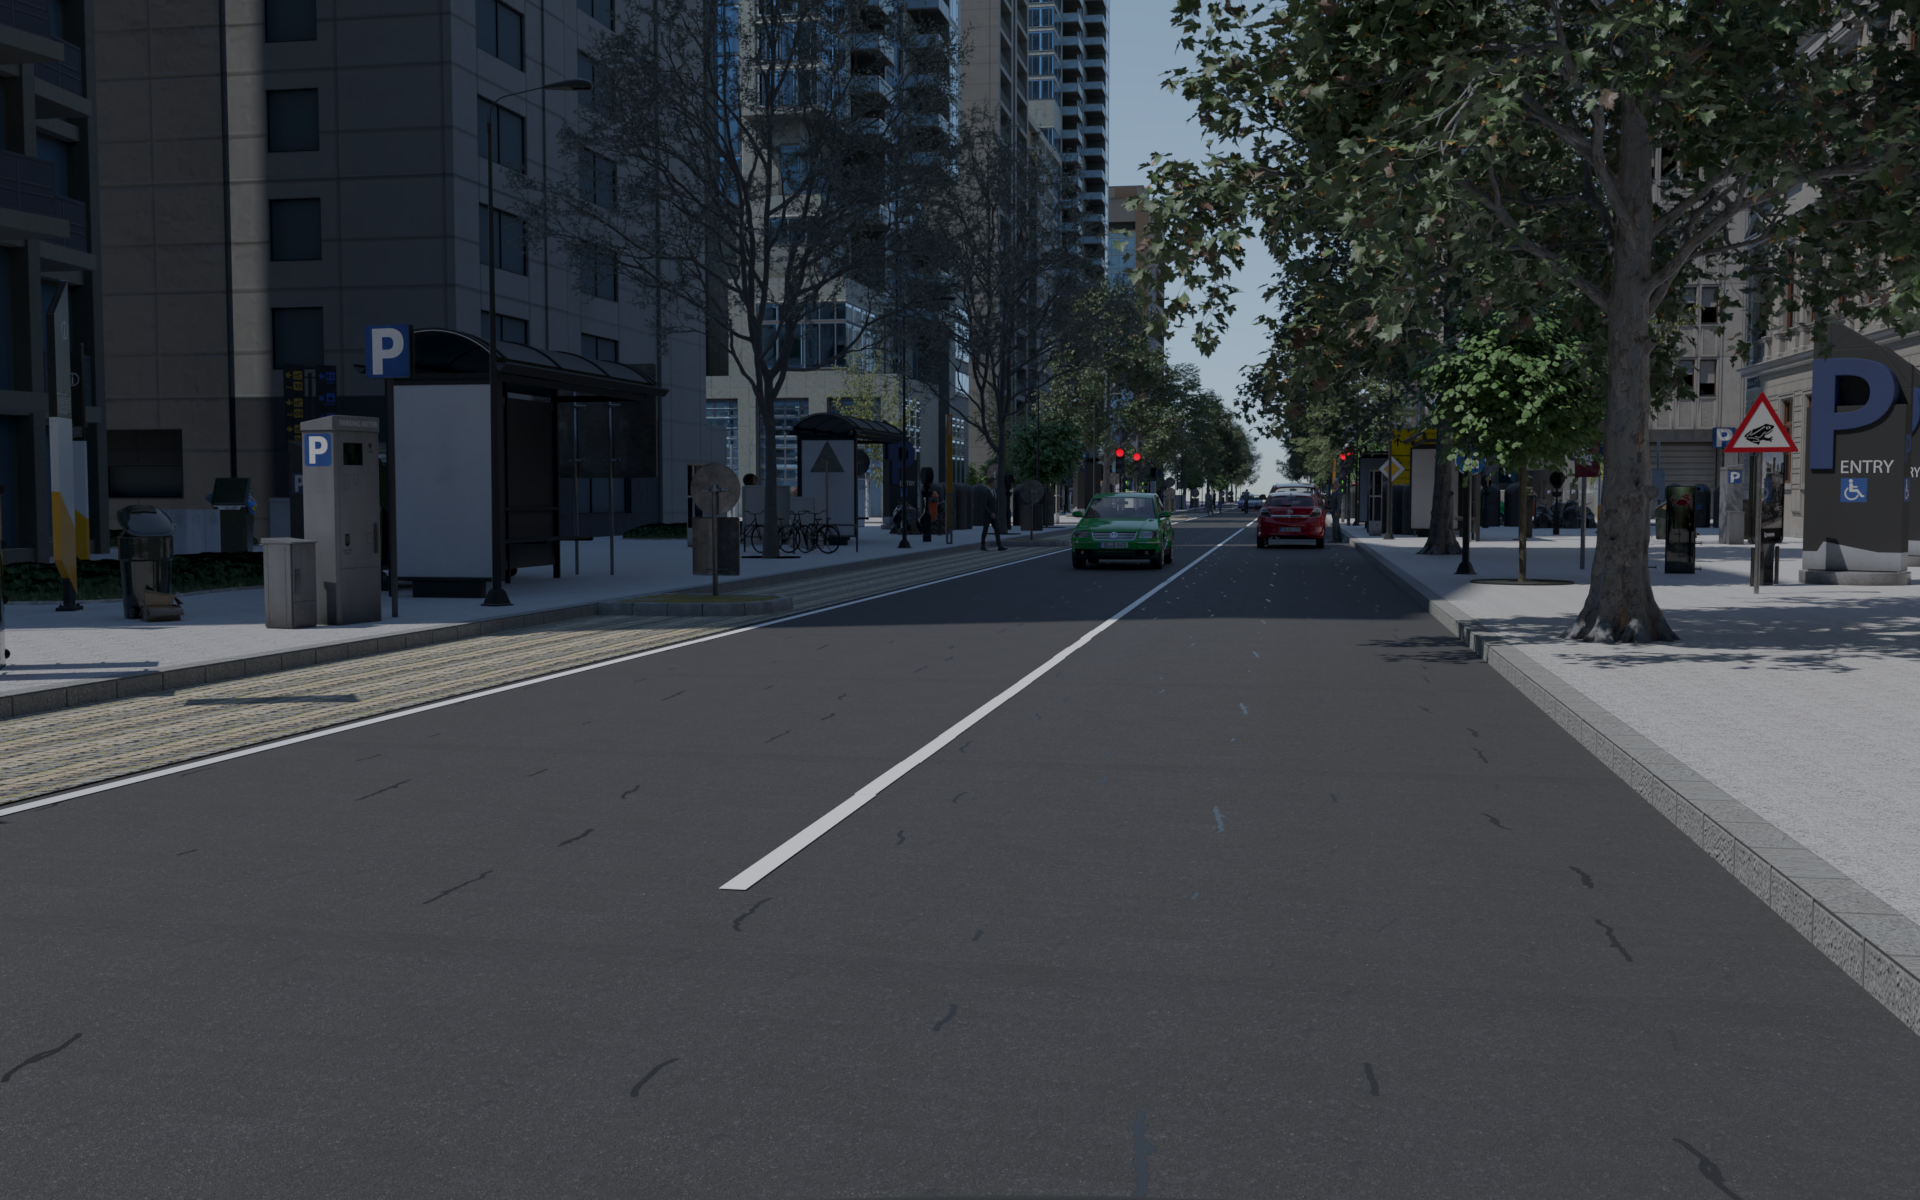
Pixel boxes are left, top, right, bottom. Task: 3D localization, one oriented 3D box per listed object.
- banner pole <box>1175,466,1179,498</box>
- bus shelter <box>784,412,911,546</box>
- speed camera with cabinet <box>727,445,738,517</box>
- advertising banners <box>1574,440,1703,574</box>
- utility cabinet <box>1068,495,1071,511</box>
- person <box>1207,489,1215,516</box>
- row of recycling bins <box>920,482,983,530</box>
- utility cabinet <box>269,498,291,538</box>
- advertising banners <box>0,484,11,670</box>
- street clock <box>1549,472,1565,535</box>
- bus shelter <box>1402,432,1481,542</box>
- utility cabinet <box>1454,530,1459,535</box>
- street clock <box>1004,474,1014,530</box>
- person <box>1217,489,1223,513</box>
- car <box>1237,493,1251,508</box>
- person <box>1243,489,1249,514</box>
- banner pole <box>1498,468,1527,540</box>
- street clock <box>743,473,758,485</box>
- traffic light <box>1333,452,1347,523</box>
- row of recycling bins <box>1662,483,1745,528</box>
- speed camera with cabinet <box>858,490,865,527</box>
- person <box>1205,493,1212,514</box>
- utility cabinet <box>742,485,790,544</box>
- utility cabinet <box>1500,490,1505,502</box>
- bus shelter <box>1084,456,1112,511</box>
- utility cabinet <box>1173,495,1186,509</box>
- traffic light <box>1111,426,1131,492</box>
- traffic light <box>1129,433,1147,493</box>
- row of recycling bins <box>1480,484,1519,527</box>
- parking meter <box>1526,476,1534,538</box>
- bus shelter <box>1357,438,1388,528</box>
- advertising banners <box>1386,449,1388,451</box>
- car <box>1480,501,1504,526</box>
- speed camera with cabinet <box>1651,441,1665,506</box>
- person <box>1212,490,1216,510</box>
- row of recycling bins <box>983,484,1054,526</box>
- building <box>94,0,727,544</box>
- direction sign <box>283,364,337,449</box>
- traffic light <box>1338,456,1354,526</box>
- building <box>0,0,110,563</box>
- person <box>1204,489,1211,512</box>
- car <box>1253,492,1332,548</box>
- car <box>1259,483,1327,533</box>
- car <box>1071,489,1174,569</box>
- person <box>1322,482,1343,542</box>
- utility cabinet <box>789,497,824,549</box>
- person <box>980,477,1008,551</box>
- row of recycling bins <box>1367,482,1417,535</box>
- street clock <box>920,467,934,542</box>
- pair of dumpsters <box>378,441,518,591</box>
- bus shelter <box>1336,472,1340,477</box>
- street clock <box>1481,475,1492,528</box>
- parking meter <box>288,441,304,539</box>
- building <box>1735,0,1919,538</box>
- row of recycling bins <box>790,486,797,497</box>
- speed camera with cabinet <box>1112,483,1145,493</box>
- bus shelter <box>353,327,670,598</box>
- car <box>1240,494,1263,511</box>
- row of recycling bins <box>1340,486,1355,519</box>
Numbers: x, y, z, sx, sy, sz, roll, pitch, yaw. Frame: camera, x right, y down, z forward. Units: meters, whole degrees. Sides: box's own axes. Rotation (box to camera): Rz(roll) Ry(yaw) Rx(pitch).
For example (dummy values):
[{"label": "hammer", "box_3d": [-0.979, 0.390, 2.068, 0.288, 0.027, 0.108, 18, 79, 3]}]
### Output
[{"label": "banner pole", "box_3d": [17.294, -9.075, 138.392, 0.401, 3.779, 0.863, -1, 4, -15]}, {"label": "bus shelter", "box_3d": [-2.867, -3.165, 45.664, 2.014, 3.302, 5.546, 1, 4, 11]}, {"label": "speed camera with cabinet", "box_3d": [-9.384, -4.642, 70.230, 0.660, 3.252, 2.038, 0, 4, -3]}, {"label": "advertising banners", "box_3d": [10.896, -1.946, 28.011, 2.074, 3.025, 0.090, 1, 4, 17]}, {"label": "utility cabinet", "box_3d": [7.989, -7.120, 127.569, 0.306, 1.237, 1.020, 0, 4, 7]}, {"label": "person", "box_3d": [16.494, -6.422, 113.769, 0.573, 1.790, 0.520, 1, 4, 12]}, {"label": "row of recycling bins", "box_3d": [-0.427, -3.367, 62.156, 1.069, 1.692, 3.534, 1, 4, 22]}, {"label": "utility cabinet", "box_3d": [-10.995, -1.064, 28.550, 1.020, 1.237, 0.306, 3, 5, 42]}, {"label": "advertising banners", "box_3d": [-6.785, -0.967, 12.002, 0.090, 3.025, 2.074, -2, 4, -23]}, {"label": "street clock", "box_3d": [18.785, -3.055, 54.522, 0.471, 2.002, 0.358, 1, 4, 15]}, {"label": "bus shelter", "box_3d": [13.690, -3.369, 49.009, 2.014, 3.302, 5.546, 1, 4, 11]}, {"label": "utility cabinet", "box_3d": [15.705, -2.676, 54.912, 0.306, 1.237, 1.020, 1, 4, 14]}, {"label": "street clock", "box_3d": [1.720, -3.515, 62.034, 0.358, 2.002, 0.471, 3, 4, 39]}, {"label": "person", "box_3d": [19.301, -7.344, 128.591, 0.388, 1.821, 0.555, -2, 4, -24]}, {"label": "car", "box_3d": [28.930, -10.085, 174.474, 1.945, 1.707, 3.694, 1, 4, 13]}, {"label": "person", "box_3d": [21.092, -7.282, 127.745, 0.473, 1.802, 0.592, 2, 4, 32]}, {"label": "banner pole", "box_3d": [15.411, -3.564, 48.284, 0.863, 3.779, 0.401, 3, 4, 36]}, {"label": "street clock", "box_3d": [-7.370, -3.444, 60.881, 0.471, 2.002, 0.358, -2, 4, -29]}, {"label": "traffic light", "box_3d": [17.210, -5.437, 77.821, 0.839, 4.253, 0.868, 1, 4, 11]}, {"label": "row of recycling bins", "box_3d": [28.620, -3.602, 66.001, 3.534, 1.692, 1.069, 2, 4, 33]}, {"label": "speed camera with cabinet", "box_3d": [-4.491, -4.485, 67.665, 0.660, 3.252, 2.038, -3, 4, -36]}, {"label": "person", "box_3d": [18.109, -7.046, 126.303, 0.503, 1.515, 0.523, 0, 4, -6]}, {"label": "utility cabinet", "box_3d": [-4.920, -2.154, 43.900, 1.173, 1.500, 0.318, -2, 4, -24]}, {"label": "utility cabinet", "box_3d": [30.945, -5.552, 99.452, 1.173, 1.500, 0.318, 0, 4, 3]}, {"label": "bus shelter", "box_3d": [8.733, -7.164, 108.407, 1.731, 3.624, 6.357, 1, 4, 11]}, {"label": "utility cabinet", "box_3d": [18.729, -8.361, 147.867, 1.020, 1.237, 0.306, 1, 4, 21]}, {"label": "traffic light", "box_3d": [6.655, -5.063, 71.693, 0.839, 4.253, 0.868, 1, 4, 11]}, {"label": "traffic light", "box_3d": [8.160, -5.542, 79.536, 0.839, 4.253, 0.868, 1, 4, 11]}, {"label": "row of recycling bins", "box_3d": [20.559, -3.757, 68.545, 3.534, 1.692, 1.069, 1, 4, 18]}, {"label": "parking meter", "box_3d": [16.605, -2.757, 50.796, 0.255, 1.863, 0.399, -1, 4, -13]}, {"label": "bus shelter", "box_3d": [15.182, -4.171, 62.113, 2.014, 3.302, 5.546, 1, 4, 11]}, {"label": "advertising banners", "box_3d": [16.335, -4.261, 65.862, 0.090, 3.025, 2.074, 0, 4, 6]}, {"label": "car", "box_3d": [21.440, -4.002, 74.234, 4.718, 1.807, 1.959, 1, 4, 9]}, {"label": "speed camera with cabinet", "box_3d": [25.570, -4.315, 64.882, 0.660, 3.252, 2.038, -1, 4, -10]}, {"label": "person", "box_3d": [23.519, -9.282, 160.291, 0.705, 1.821, 1.348, 0, 4, 3]}, {"label": "row of recycling bins", "box_3d": [2.099, -3.844, 69.970, 3.534, 1.692, 1.069, -1, 4, -14]}, {"label": "building", "box_3d": [-20.515, -37.592, 52.878, 20.611, 71.187, 20.563, 1, 4, 11]}, {"label": "direction sign", "box_3d": [-11.370, -2.348, 30.390, 0.876, 3.537, 0.379, -2, 4, -28]}, {"label": "traffic light", "box_3d": [15.705, -4.958, 69.979, 0.839, 4.253, 0.868, 1, 4, 11]}, {"label": "building", "box_3d": [-27.632, -22.586, 23.909, 22.147, 44.769, 28.867, 1, 4, 11]}, {"label": "person", "box_3d": [18.942, -7.585, 132.496, 0.713, 1.824, 0.794, -1, 4, -12]}, {"label": "car", "box_3d": [9.065, -2.340, 47.295, 2.155, 1.783, 4.494, 1, 4, 12]}, {"label": "car", "box_3d": [11.380, -3.084, 59.101, 2.281, 1.827, 5.304, 1, 4, 9]}, {"label": "car", "box_3d": [3.293, -1.584, 34.689, 1.959, 1.807, 4.718, 1, 4, 10]}, {"label": "person", "box_3d": [11.083, -2.614, 51.417, 0.590, 1.801, 0.661, 0, 4, -1]}, {"label": "utility cabinet", "box_3d": [-3.621, -1.823, 40.974, 0.306, 1.237, 1.020, -3, 5, -40]}, {"label": "person", "box_3d": [0.832, -2.142, 43.300, 0.755, 1.850, 0.659, 3, 4, 38]}, {"label": "row of recycling bins", "box_3d": [14.031, -2.966, 55.605, 1.069, 1.692, 3.534, -1, 4, -10]}, {"label": "street clock", "box_3d": [-0.883, -2.557, 46.382, 0.358, 2.002, 0.471, -1, 4, -21]}, {"label": "pair of dumpsters", "box_3d": [-7.750, -1.370, 24.888, 1.574, 2.255, 4.437, 1, 4, 11]}, {"label": "bus shelter", "box_3d": [32.923, -9.378, 147.255, 2.014, 3.302, 5.546, 1, 4, 11]}, {"label": "street clock", "box_3d": [19.791, -3.707, 65.181, 0.358, 2.002, 0.471, 3, 5, 42]}, {"label": "parking meter", "box_3d": [-7.216, -0.828, 19.243, 0.399, 1.863, 0.255, 2, 4, 27]}, {"label": "building", "box_3d": [28.620, -12.791, 45.291, 11.583, 22.565, 21.152, 1, 4, 11]}, {"label": "row of recycling bins", "box_3d": [-8.677, -4.892, 87.093, 3.534, 1.692, 1.069, -2, 4, -26]}, {"label": "speed camera with cabinet", "box_3d": [10.362, -6.868, 106.624, 2.038, 3.252, 0.660, -2, 4, -26]}, {"label": "bus shelter", "box_3d": [-5.917, -1.828, 23.813, 2.014, 3.302, 5.546, 1, 4, 11]}, {"label": "car", "box_3d": [24.635, -8.199, 146.061, 2.014, 1.417, 4.499, 1, 4, 10]}, {"label": "row of recycling bins", "box_3d": [20.912, -5.085, 90.257, 1.069, 1.692, 3.534, -2, 4, -27]}]
